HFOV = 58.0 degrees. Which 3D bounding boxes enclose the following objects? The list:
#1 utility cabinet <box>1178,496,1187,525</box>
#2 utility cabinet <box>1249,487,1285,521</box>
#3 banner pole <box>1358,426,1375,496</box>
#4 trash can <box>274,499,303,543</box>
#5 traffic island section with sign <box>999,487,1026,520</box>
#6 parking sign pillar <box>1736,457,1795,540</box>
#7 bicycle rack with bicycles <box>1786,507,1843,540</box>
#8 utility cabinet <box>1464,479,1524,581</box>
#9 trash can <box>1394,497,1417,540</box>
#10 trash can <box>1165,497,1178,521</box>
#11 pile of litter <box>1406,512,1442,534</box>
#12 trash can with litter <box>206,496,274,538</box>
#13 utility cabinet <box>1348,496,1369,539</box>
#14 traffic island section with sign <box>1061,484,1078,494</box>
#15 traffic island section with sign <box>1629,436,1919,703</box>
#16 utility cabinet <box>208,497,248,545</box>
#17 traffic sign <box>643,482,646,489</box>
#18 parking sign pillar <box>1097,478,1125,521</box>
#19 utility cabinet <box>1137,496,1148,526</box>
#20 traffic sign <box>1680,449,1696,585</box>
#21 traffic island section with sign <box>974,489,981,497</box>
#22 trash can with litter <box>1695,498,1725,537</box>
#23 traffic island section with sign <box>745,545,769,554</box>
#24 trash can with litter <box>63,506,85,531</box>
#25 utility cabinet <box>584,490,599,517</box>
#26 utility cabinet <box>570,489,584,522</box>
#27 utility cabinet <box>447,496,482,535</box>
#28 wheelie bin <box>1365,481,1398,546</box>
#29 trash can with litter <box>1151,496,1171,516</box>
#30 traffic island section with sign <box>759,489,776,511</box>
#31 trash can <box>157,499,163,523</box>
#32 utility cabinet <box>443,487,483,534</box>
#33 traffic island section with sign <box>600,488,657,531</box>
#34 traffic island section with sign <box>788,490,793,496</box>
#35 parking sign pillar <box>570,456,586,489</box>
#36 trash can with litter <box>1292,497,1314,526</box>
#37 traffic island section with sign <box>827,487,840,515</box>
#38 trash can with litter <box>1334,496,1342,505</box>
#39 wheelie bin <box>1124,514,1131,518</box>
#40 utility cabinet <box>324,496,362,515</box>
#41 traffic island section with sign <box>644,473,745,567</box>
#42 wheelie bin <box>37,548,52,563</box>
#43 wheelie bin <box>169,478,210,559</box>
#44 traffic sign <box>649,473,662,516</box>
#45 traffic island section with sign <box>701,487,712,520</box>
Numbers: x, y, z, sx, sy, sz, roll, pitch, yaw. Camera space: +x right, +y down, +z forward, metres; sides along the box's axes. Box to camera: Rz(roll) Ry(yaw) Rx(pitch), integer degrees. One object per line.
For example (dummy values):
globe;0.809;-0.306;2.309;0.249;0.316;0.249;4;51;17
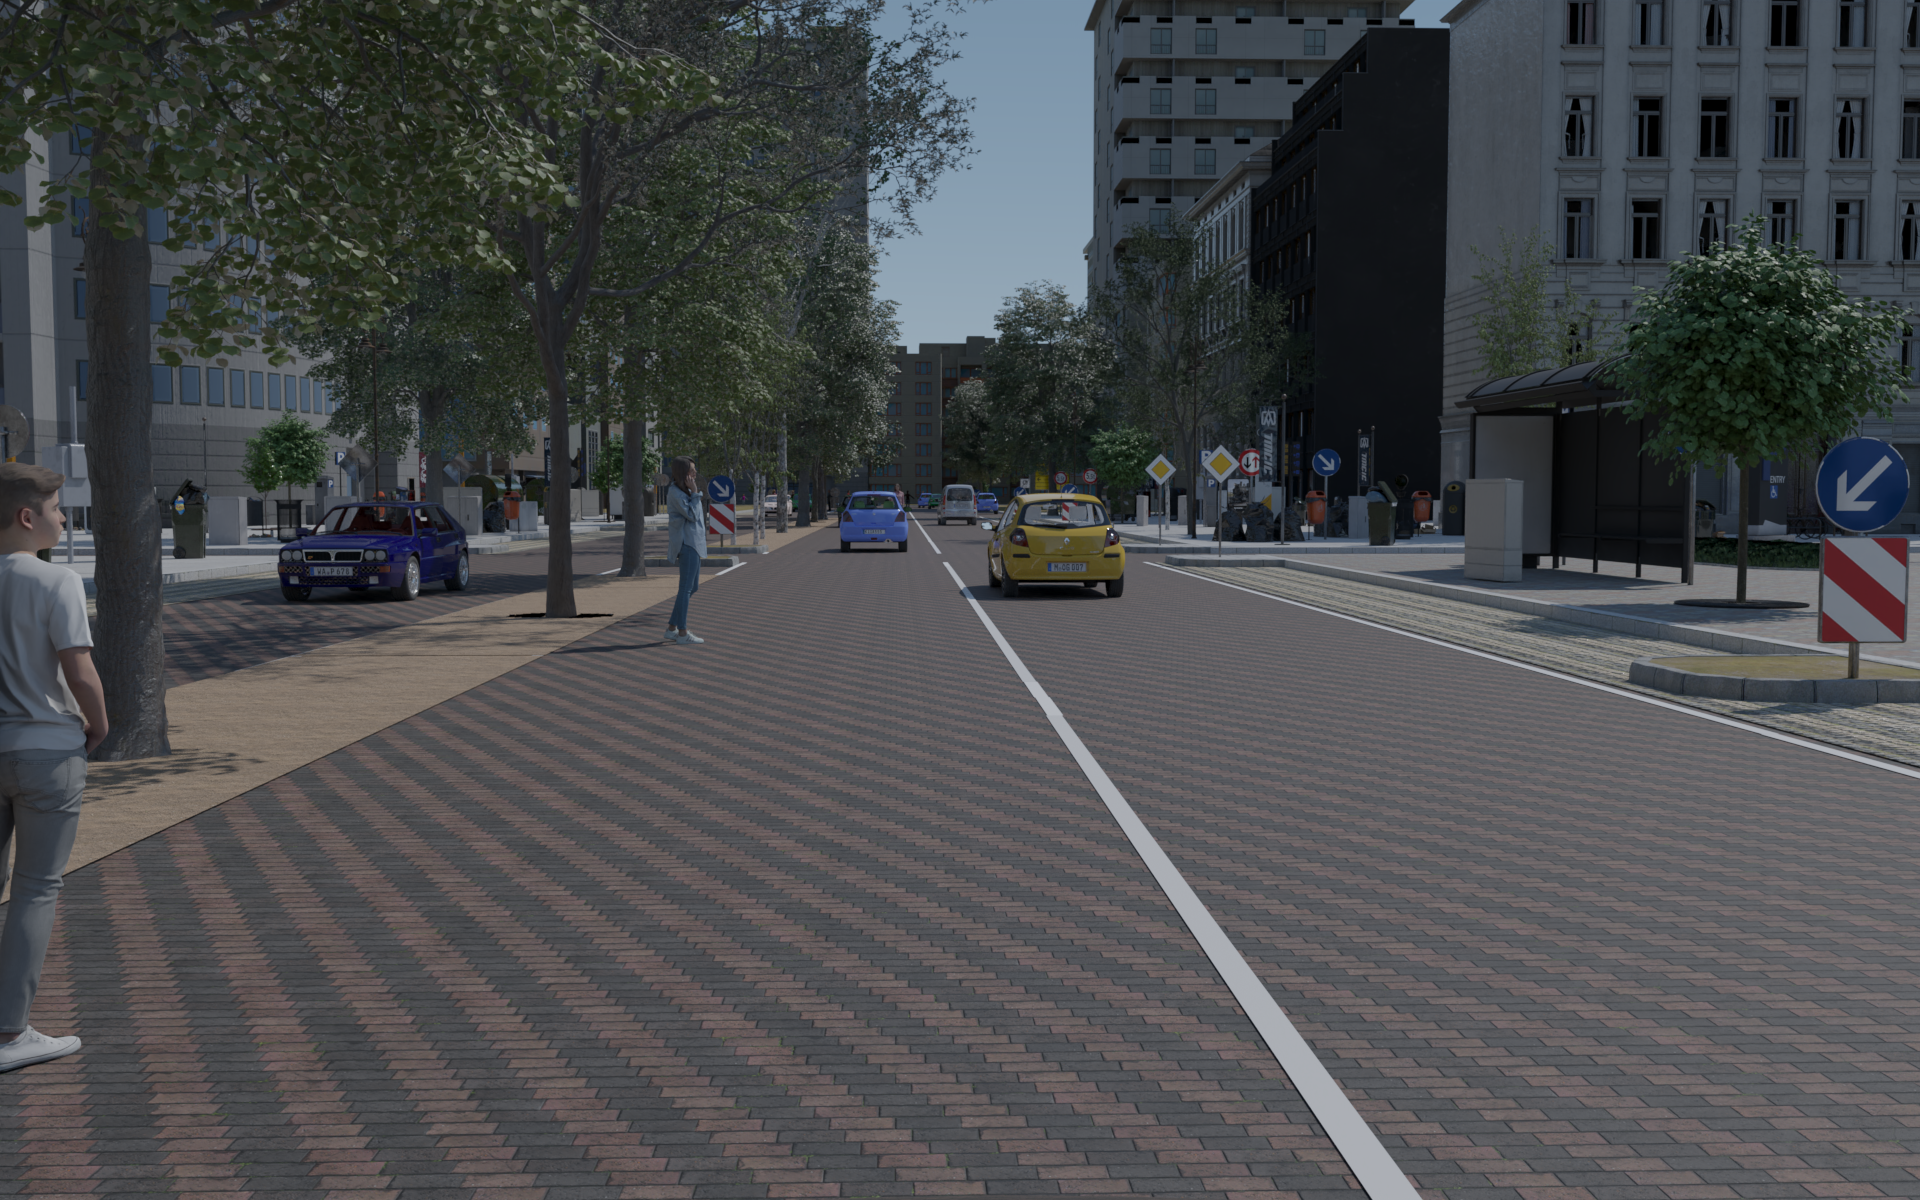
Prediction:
utility cabinet;9.292;-3.671;71.184;0.306;1.237;1.020;-1;4;-17
utility cabinet;9.505;-2.752;53.679;1.173;1.500;0.318;-2;4;-27
banner pole;15.115;-4.542;64.278;0.401;3.779;0.863;-3;4;-36
trash can;-17.636;-2.072;45.536;0.748;1.137;0.748;0;3;0
traffic island section with sign;3.125;-5.261;94.644;1.989;1.847;2.006;0;4;-2
parking sign pillar;21.494;-3.525;46.110;1.447;3.967;1.447;-2;4;-34
bicycle rack with bicycles;23.907;-2.215;49.602;2.852;0.926;2.925;-3;5;-44
utility cabinet;7.885;-1.034;25.579;0.318;1.500;1.173;-1;4;-11
trash can;12.504;-2.280;48.924;0.748;1.137;0.748;0;3;0
trash can;10.057;-4.302;81.995;0.748;1.137;0.748;0;3;0
pile of litter;14.791;-2.553;55.701;1.719;0.858;1.176;0;4;4
trash can with litter;-21.191;-2.452;51.146;2.233;1.210;1.678;0;4;0
utility cabinet;11.553;-2.384;50.139;0.306;1.237;1.020;2;4;31
traffic island section with sign;4.106;-3.613;67.697;1.989;1.847;2.006;0;4;-2
traffic island section with sign;6.102;-0.252;12.744;1.989;1.847;2.006;0;4;-2
utility cabinet;-18.387;-1.978;43.501;1.020;1.237;0.306;1;4;22
traffic sign;-18.226;-6.138;94.225;2.265;3.308;0.079;0;4;0
parking sign pillar;7.317;-5.844;84.019;1.447;3.967;1.447;1;4;13
utility cabinet;7.297;-3.551;69.220;0.306;1.237;1.020;1;4;16
traffic sign;10.282;-1.480;24.303;0.768;2.556;0.104;0;4;1
traffic island section with sign;1.302;-8.329;144.803;1.989;1.847;2.006;0;4;-2
trash can with litter;19.747;-2.101;45.734;1.055;1.170;0.624;-2;4;-31
traffic island section with sign;-5.765;-2.095;42.385;2.006;1.907;1.989;0;4;-2
trash can with litter;-31.262;-3.021;60.451;1.678;1.210;2.233;0;4;3
utility cabinet;-20.845;-5.403;97.021;1.173;1.500;0.318;-2;4;-24
utility cabinet;-17.801;-4.324;79.383;0.318;1.500;1.173;1;4;19
utility cabinet;-15.397;-2.608;53.795;1.020;1.237;0.306;1;4;10
wheelie bin;10.483;-2.154;43.129;0.693;1.594;0.980;2;4;26
trash can with litter;11.496;-5.522;101.346;1.678;1.210;2.233;1;4;20
traffic island section with sign;-15.668;-8.311;144.515;1.989;1.847;2.006;0;4;-2
trash can;-25.250;-2.594;54.073;0.748;1.137;0.748;0;3;0
utility cabinet;-15.846;-2.847;55.220;1.173;1.500;0.318;-1;4;-9
traffic island section with sign;-12.867;-3.600;67.492;1.989;1.847;2.006;0;4;-2
traffic island section with sign;-16.659;-9.959;171.452;1.989;1.847;2.006;0;4;-2
parking sign pillar;-25.805;-7.795;115.919;1.447;3.967;1.447;3;5;39
trash can with litter;13.756;-3.518;68.900;1.055;1.170;0.624;2;4;32
traffic island section with sign;-8.510;-6.687;117.473;2.006;1.907;1.989;0;4;-2
trash can with litter;12.870;-2.951;59.301;1.678;1.210;2.233;0;4;6
wheelie bin;8.684;-5.149;92.095;0.693;1.594;0.980;-2;4;-32
utility cabinet;-20.037;-2.750;56.125;1.020;1.237;0.306;-2;4;-31
traffic island section with sign;-5.505;-1.642;34.982;2.006;1.907;1.989;0;4;-2
wheelie bin;-15.153;-1.239;28.173;0.693;1.594;0.980;2;4;33
wheelie bin;-15.341;-1.627;34.516;0.693;1.594;0.980;-1;4;-17
traffic sign;-18.008;-6.253;102.339;0.768;2.556;0.104;0;4;3
traffic island section with sign;-13.862;-5.274;94.863;1.989;1.847;2.006;0;4;-2
